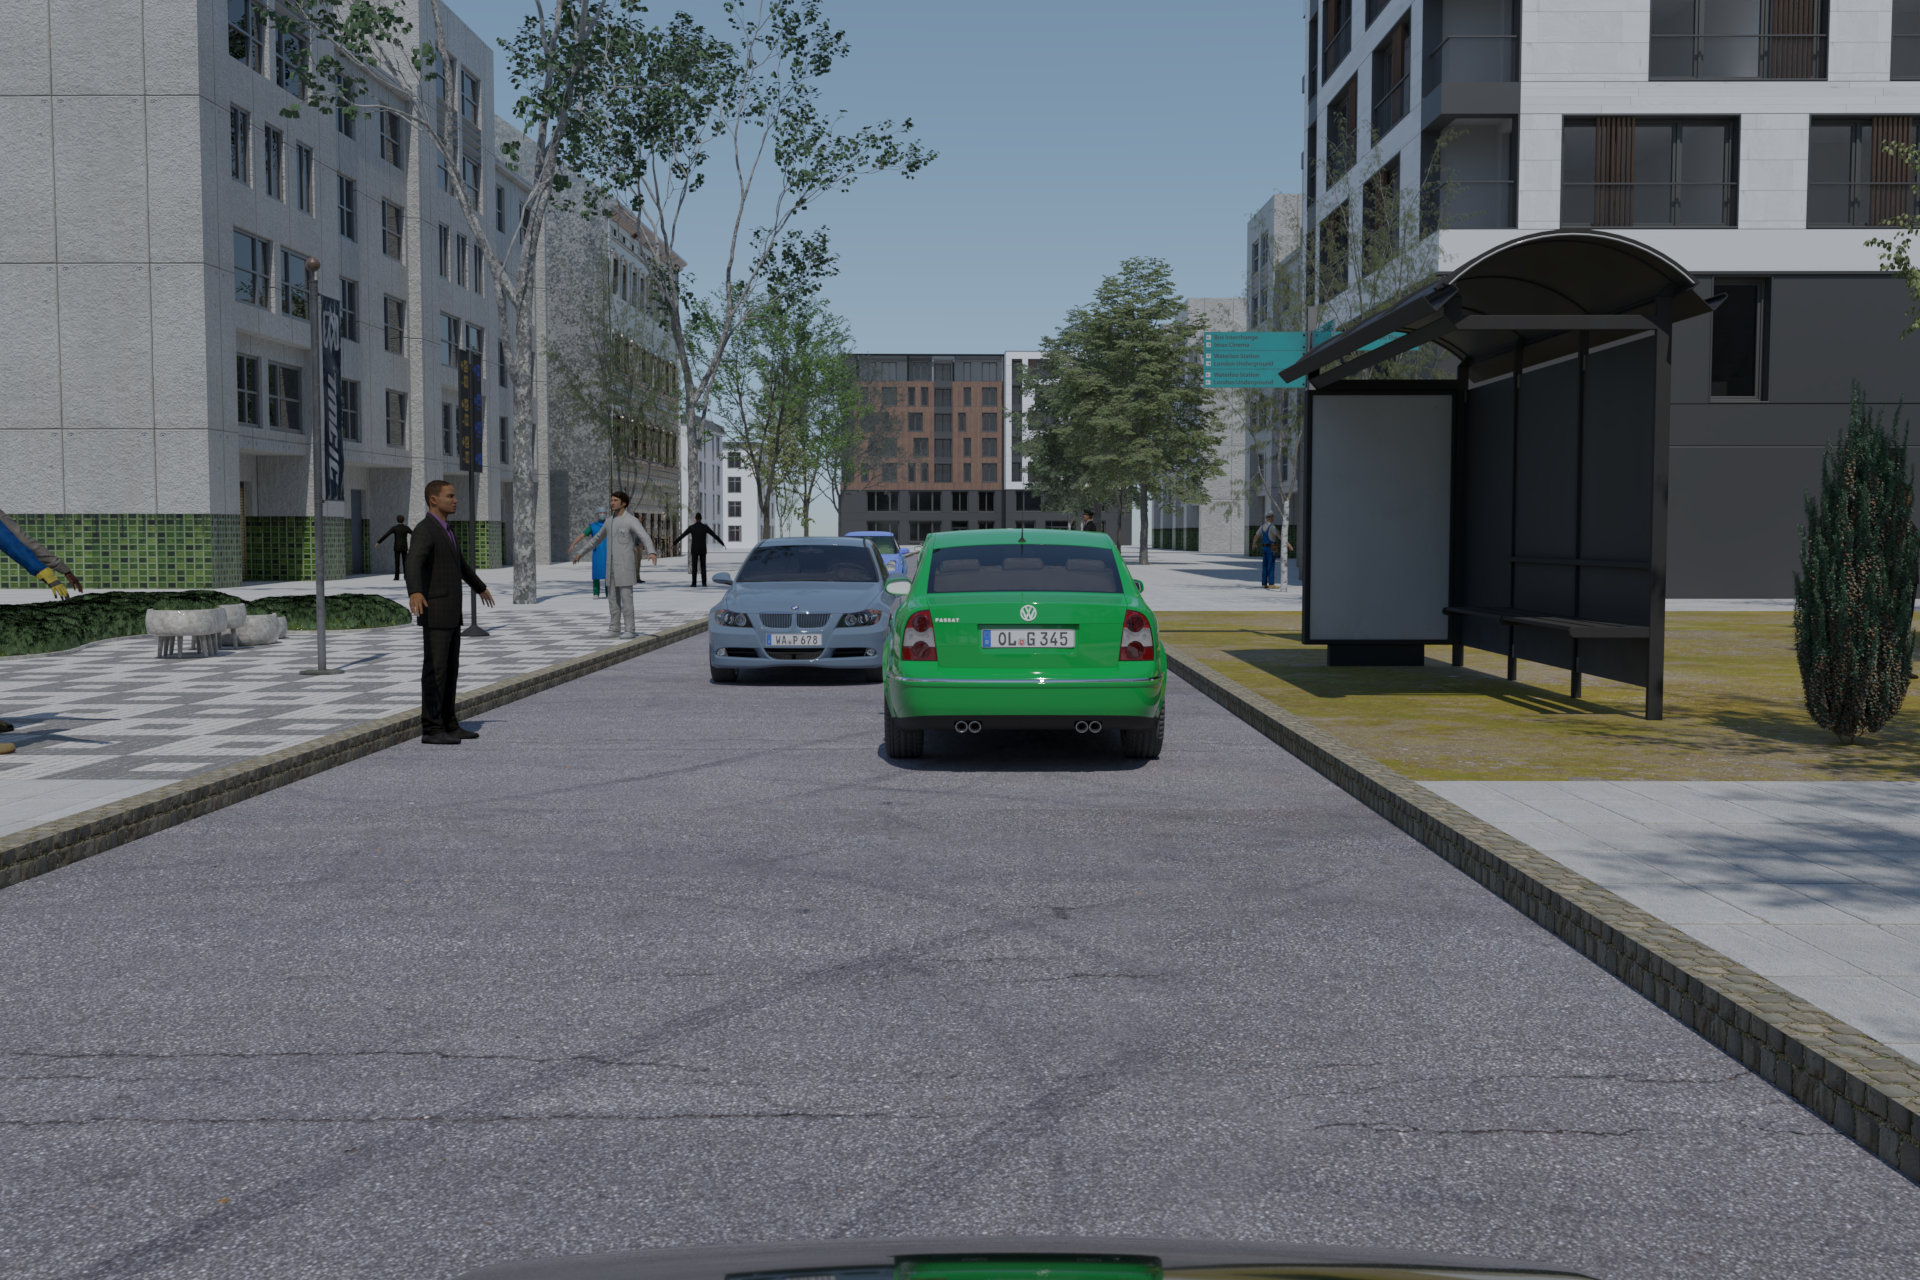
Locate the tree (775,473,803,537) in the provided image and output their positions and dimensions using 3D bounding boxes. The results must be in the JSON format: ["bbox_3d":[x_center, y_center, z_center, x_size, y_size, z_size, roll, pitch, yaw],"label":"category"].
[{"bbox_3d":[-19.735,-15.452,203.005,4.360,8.622,3.978,0,3,0],"label":"tree"}]

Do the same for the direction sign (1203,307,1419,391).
[{"bbox_3d":[4.128,-1.904,19.899,2.525,3.948,1.411,0,3,0],"label":"direction sign"}]

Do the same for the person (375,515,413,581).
[{"bbox_3d":[-15.406,-2.539,47.705,1.347,1.806,0.705,-2,4,-26],"label":"person"}]

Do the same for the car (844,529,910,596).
[{"bbox_3d":[-2.152,-1.933,41.200,1.945,1.707,3.694,0,4,1],"label":"car"}]

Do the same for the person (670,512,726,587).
[{"bbox_3d":[-6.318,-2.181,41.889,1.346,1.802,0.704,-1,4,-13],"label":"person"}]

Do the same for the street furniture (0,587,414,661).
[{"bbox_3d":[-10.347,-0.377,21.791,5.734,0.657,10.072,0,4,-3],"label":"street furniture"}]

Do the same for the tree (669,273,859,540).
[{"bbox_3d":[-7.921,-8.812,69.832,9.928,11.665,9.643,0,3,0],"label":"tree"}]

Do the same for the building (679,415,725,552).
[{"bbox_3d":[-22.994,-11.849,135.883,9.099,9.664,28.070,0,4,1],"label":"building"}]

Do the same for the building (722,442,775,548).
[{"bbox_3d":[-22.718,-14.043,171.746,9.099,9.664,28.070,0,4,1],"label":"building"}]

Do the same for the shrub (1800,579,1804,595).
[{"bbox_3d":[11.874,-0.754,23.446,1.383,1.207,1.383,0,3,0],"label":"shrub"}]

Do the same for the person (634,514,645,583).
[{"bbox_3d":[-8.435,-2.400,45.510,0.705,1.796,1.348,-1,4,-10],"label":"person"}]

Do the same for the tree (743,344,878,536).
[{"bbox_3d":[-8.309,-10.286,93.928,9.928,11.665,9.643,0,3,0],"label":"tree"}]

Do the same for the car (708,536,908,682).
[{"bbox_3d":[-1.542,-0.386,18.308,2.014,1.417,4.499,0,3,0],"label":"car"}]

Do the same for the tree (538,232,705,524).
[{"bbox_3d":[-8.209,-5.657,42.848,4.360,8.622,3.978,0,3,0],"label":"tree"}]

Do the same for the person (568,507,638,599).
[{"bbox_3d":[-7.027,-1.708,34.049,1.347,1.817,0.704,-1,4,-20],"label":"person"}]

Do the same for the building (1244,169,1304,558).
[{"bbox_3d":[24.685,-13.250,83.102,16.747,18.905,31.486,0,3,0],"label":"building"}]

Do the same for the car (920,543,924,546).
[{"bbox_3d":[-0.613,-3.780,73.598,2.131,1.459,4.920,0,4,0],"label":"car"}]

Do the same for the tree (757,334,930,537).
[{"bbox_3d":[-7.476,-12.009,106.723,12.009,13.543,11.850,0,3,0],"label":"tree"}]

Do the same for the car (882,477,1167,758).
[{"bbox_3d":[0.407,-0.223,12.435,1.959,1.807,4.718,0,3,0],"label":"car"}]

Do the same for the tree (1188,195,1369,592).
[{"bbox_3d":[7.176,-5.354,37.901,4.360,8.622,3.978,0,3,0],"label":"tree"}]

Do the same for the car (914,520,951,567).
[{"bbox_3d":[-0.275,-2.339,47.043,1.959,1.807,4.718,0,4,-1],"label":"car"}]

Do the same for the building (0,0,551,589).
[{"bbox_3d":[-25.545,-11.566,55.562,16.747,18.905,31.486,0,4,1],"label":"building"}]

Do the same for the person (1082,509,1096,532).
[{"bbox_3d":[2.821,-1.987,38.419,0.705,1.837,1.347,1,4,19],"label":"person"}]

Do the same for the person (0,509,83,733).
[{"bbox_3d":[-6.366,-0.305,11.111,1.348,1.813,0.705,0,4,-5],"label":"person"}]

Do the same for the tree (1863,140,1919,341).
[{"bbox_3d":[16.456,-4.688,27.009,4.737,8.622,4.395,0,3,0],"label":"tree"}]

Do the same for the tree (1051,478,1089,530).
[{"bbox_3d":[6.952,-9.985,113.610,4.360,8.622,3.978,0,3,0],"label":"tree"}]

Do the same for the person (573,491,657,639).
[{"bbox_3d":[-4.196,-0.924,21.291,1.347,1.806,0.705,2,4,32],"label":"person"}]

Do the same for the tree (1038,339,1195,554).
[{"bbox_3d":[7.327,-8.988,81.371,8.767,10.594,7.601,2,4,26],"label":"tree"}]

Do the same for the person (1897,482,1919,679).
[{"bbox_3d":[8.435,-0.534,15.452,0.721,1.740,1.216,0,4,-4],"label":"person"}]

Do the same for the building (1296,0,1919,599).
[{"bbox_3d":[23.361,-12.585,49.735,27.936,21.610,32.646,0,4,0],"label":"building"}]

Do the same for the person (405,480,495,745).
[{"bbox_3d":[-3.548,-0.198,11.927,0.704,1.802,1.346,0,4,5],"label":"person"}]

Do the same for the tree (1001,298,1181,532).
[{"bbox_3d":[7.316,-11.428,93.496,9.857,13.997,8.962,0,3,0],"label":"tree"}]

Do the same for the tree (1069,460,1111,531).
[{"bbox_3d":[7.784,-9.601,107.334,4.737,8.622,4.395,0,3,0],"label":"tree"}]

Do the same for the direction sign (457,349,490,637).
[{"bbox_3d":[-6.111,-1.815,21.679,0.379,3.537,0.876,0,4,1],"label":"direction sign"}]

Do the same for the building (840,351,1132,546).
[{"bbox_3d":[2.429,-21.963,205.528,32.646,21.610,27.936,0,4,-2],"label":"building"}]

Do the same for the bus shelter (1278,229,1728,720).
[{"bbox_3d":[4.097,-1.246,14.289,2.014,3.302,5.546,0,4,1],"label":"bus shelter"}]

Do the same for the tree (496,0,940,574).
[{"bbox_3d":[-7.513,-12.105,53.802,12.611,20.169,13.585,0,3,0],"label":"tree"}]

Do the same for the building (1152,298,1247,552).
[{"bbox_3d":[25.440,-16.624,138.258,16.747,18.905,31.486,0,4,0],"label":"building"}]

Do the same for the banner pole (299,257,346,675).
[{"bbox_3d":[-5.850,-1.590,16.019,0.401,3.779,0.863,0,4,2],"label":"banner pole"}]

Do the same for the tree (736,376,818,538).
[{"bbox_3d":[-8.106,-7.821,78.241,4.737,8.622,4.395,0,3,0],"label":"tree"}]

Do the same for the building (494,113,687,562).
[{"bbox_3d":[-25.081,-15.720,87.943,19.493,23.208,18.063,0,4,1],"label":"building"}]

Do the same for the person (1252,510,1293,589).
[{"bbox_3d":[7.268,-2.125,40.608,0.705,1.847,1.347,-2,4,-32],"label":"person"}]

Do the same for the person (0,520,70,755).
[{"bbox_3d":[-5.772,-0.249,10.042,1.349,1.833,0.705,1,4,19],"label":"person"}]

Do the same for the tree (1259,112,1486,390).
[{"bbox_3d":[7.651,-4.889,30.299,4.360,8.622,3.978,0,3,0],"label":"tree"}]

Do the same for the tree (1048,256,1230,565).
[{"bbox_3d":[7.206,-9.383,71.540,7.486,12.596,7.792,0,3,0],"label":"tree"}]

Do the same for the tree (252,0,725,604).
[{"bbox_3d":[-9.179,-10.774,32.045,12.611,20.169,13.585,0,3,0],"label":"tree"}]
